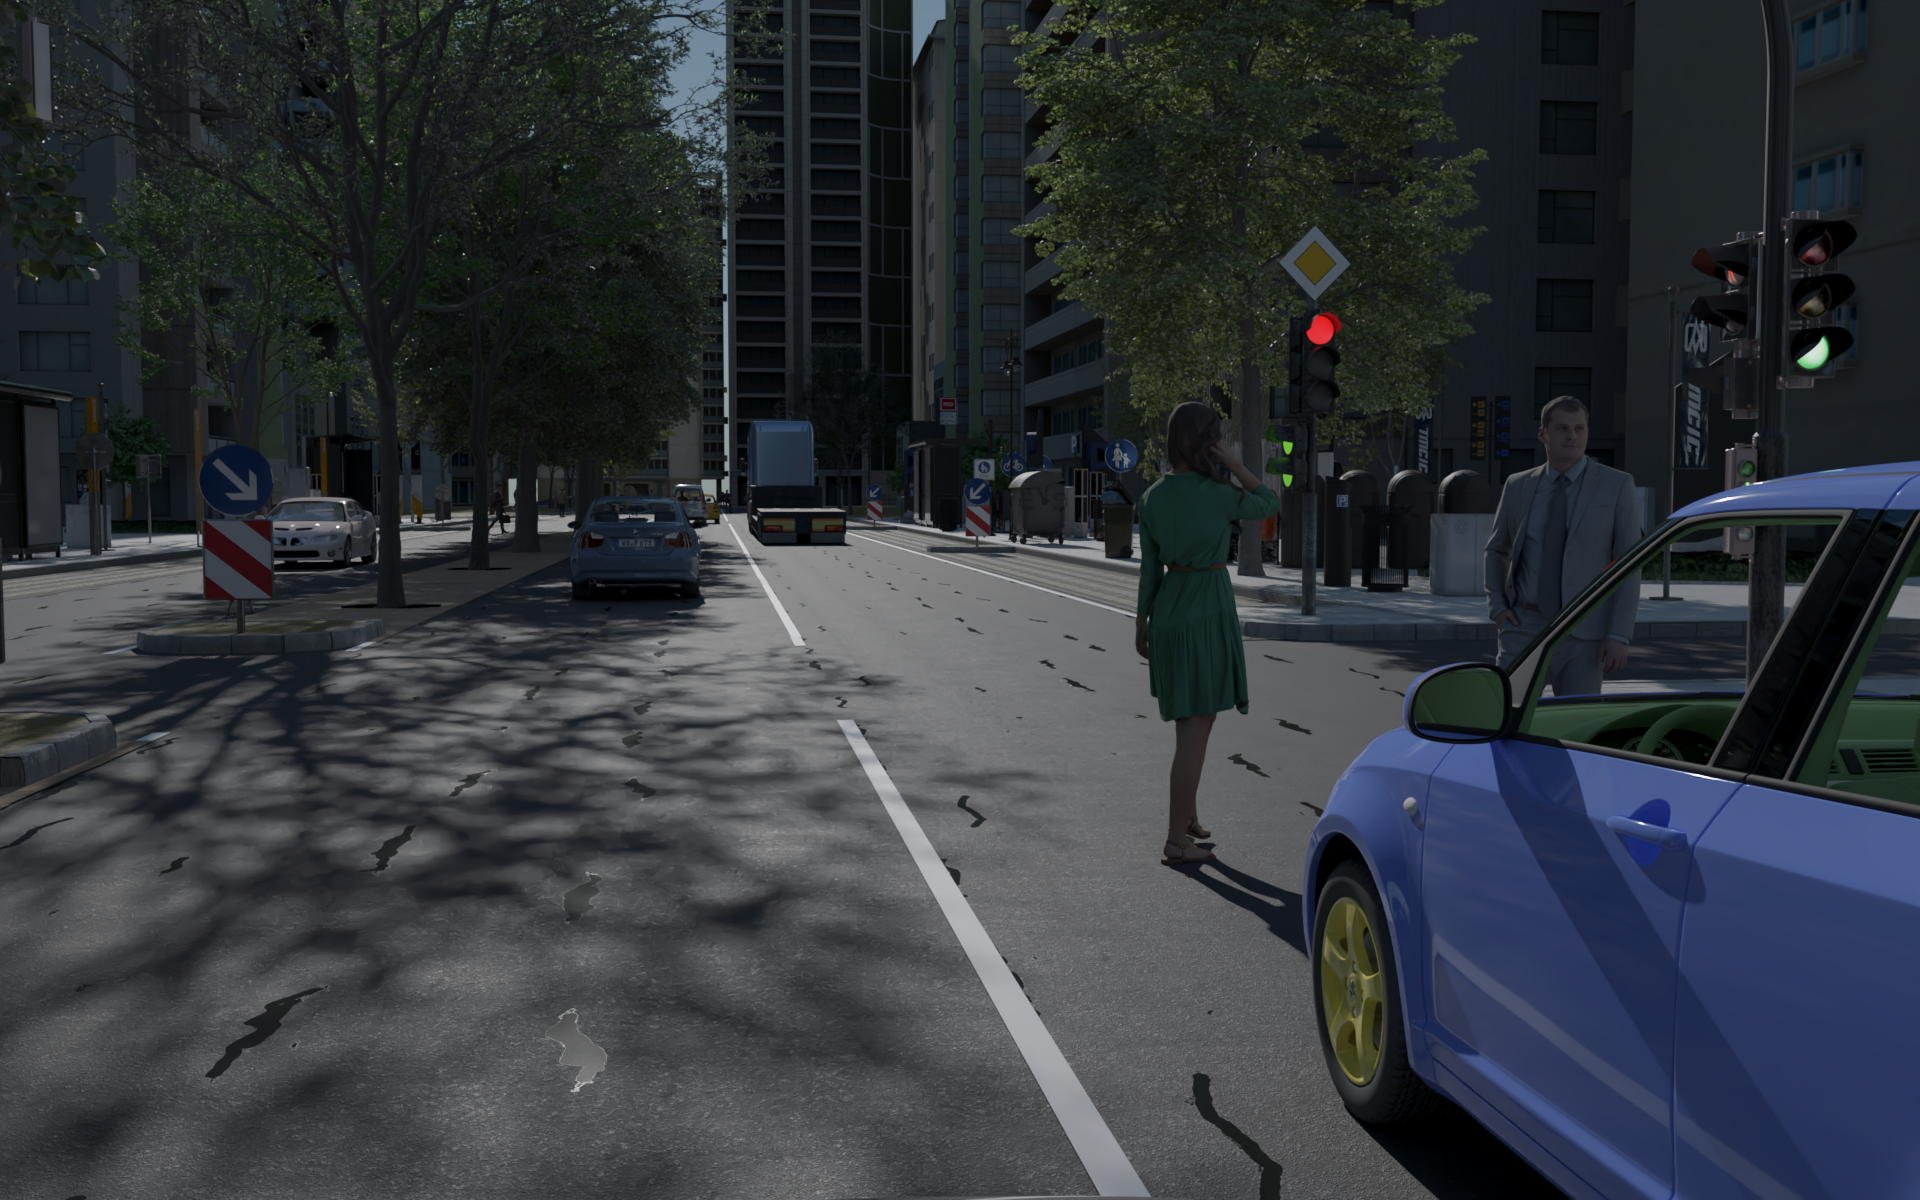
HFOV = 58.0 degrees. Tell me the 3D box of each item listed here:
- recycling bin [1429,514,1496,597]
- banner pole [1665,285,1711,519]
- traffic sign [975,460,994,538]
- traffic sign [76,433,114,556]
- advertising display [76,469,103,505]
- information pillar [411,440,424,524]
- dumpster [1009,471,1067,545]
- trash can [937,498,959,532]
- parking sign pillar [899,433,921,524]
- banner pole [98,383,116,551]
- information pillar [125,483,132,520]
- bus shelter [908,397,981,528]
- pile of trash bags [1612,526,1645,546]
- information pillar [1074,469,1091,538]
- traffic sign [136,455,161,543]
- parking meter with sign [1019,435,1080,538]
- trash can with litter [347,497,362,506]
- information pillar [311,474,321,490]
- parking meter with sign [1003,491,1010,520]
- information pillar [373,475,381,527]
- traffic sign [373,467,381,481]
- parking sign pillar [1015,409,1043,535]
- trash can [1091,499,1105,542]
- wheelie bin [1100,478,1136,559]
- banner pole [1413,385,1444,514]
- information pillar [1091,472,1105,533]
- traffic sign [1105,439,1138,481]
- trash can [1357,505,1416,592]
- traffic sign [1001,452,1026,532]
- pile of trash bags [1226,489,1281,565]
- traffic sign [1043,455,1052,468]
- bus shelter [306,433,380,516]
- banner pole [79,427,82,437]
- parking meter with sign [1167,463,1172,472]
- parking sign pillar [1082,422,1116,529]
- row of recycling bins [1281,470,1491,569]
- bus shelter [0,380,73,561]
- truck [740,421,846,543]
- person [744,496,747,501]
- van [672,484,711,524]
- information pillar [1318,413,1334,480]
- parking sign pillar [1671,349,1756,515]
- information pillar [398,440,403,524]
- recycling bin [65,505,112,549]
[{"bbox_3d":[6.410,-0.575,21.951,0.722,1.027,0.722,0,4,-2],"label":"recycling bin"},{"bbox_3d":[8.765,-1.893,20.966,0.863,3.779,0.401,-2,4,-25],"label":"banner pole"},{"bbox_3d":[0.706,-2.970,50.690,0.606,2.300,0.079,0,4,-5],"label":"traffic sign"},{"bbox_3d":[-17.916,-2.189,35.890,0.768,2.556,0.104,0,4,-4],"label":"traffic sign"},{"bbox_3d":[-22.785,-2.458,45.396,0.974,1.923,0.123,2,4,30],"label":"advertising display"},{"bbox_3d":[-23.528,-5.118,75.035,0.504,3.616,0.183,1,4,18],"label":"information pillar"},{"bbox_3d":[2.013,-2.378,44.638,1.264,1.857,1.865,0,4,-8],"label":"dumpster"},{"bbox_3d":[-0.401,-2.897,59.022,0.748,1.137,0.748,0,3,0],"label":"trash can"},{"bbox_3d":[-1.924,-5.315,75.380,1.447,3.967,1.447,-2,4,-33],"label":"parking sign pillar"},{"bbox_3d":[-19.424,-3.020,39.387,0.401,3.779,0.863,-1,4,-14],"label":"banner pole"},{"bbox_3d":[-30.262,-4.374,62.865,0.504,3.616,0.183,3,4,39],"label":"information pillar"},{"bbox_3d":[-0.842,-5.613,69.408,2.179,5.291,8.768,0,4,-8],"label":"bus shelter"},{"bbox_3d":[14.310,-1.680,37.224,3.447,1.369,1.912,1,4,12],"label":"pile of trash bags"},{"bbox_3d":[3.510,-2.802,50.307,0.304,2.012,0.304,3,4,36],"label":"information pillar"},{"bbox_3d":[-21.084,-2.624,45.030,0.606,2.300,0.079,0,4,-8],"label":"traffic sign"},{"bbox_3d":[2.611,-3.347,50.988,1.738,3.016,0.543,-1,4,-16],"label":"parking meter with sign"},{"bbox_3d":[-22.598,-3.286,65.115,1.055,1.170,0.624,-3,5,-43],"label":"trash can with litter"},{"bbox_3d":[-23.669,-3.631,63.853,0.304,2.012,0.304,2,4,33],"label":"information pillar"},{"bbox_3d":[2.223,-5.395,84.469,1.738,3.016,0.543,0,4,0],"label":"parking meter with sign"},{"bbox_3d":[-22.367,-3.805,66.706,0.304,2.012,0.304,-3,5,-39],"label":"information pillar"},{"bbox_3d":[-23.275,-4.281,69.993,0.884,2.594,0.081,0,4,-1],"label":"traffic sign"},{"bbox_3d":[2.363,-4.025,54.281,1.447,3.967,1.447,0,4,6],"label":"parking sign pillar"},{"bbox_3d":[3.933,-2.162,47.008,0.748,1.137,0.748,0,3,0],"label":"trash can"},{"bbox_3d":[3.164,-1.635,34.646,0.693,1.594,0.980,1,4,9],"label":"wheelie bin"},{"bbox_3d":[10.816,-3.049,39.863,0.863,3.779,0.401,2,4,34],"label":"banner pole"},{"bbox_3d":[4.536,-3.250,57.635,0.304,2.012,0.304,3,5,43],"label":"information pillar"},{"bbox_3d":[3.728,-2.451,40.183,0.768,2.556,0.104,0,4,-5],"label":"traffic sign"},{"bbox_3d":[5.595,-0.680,22.772,0.748,1.137,0.748,0,3,0],"label":"trash can"},{"bbox_3d":[1.623,-3.237,53.024,0.768,2.556,0.104,0,4,-4],"label":"traffic sign"},{"bbox_3d":[5.185,-1.393,32.526,1.912,1.369,3.447,-1,4,-13],"label":"pile of trash bags"},{"bbox_3d":[2.601,-3.431,56.207,0.768,2.556,0.104,0,4,-7],"label":"traffic sign"},{"bbox_3d":[-24.735,-4.795,69.685,1.731,3.624,6.357,0,4,-8],"label":"bus shelter"},{"bbox_3d":[-32.981,-4.596,65.157,0.401,3.779,0.863,-1,4,-21],"label":"banner pole"},{"bbox_3d":[5.355,-2.851,42.879,0.543,3.016,1.738,0,4,-5],"label":"parking meter with sign"},{"bbox_3d":[5.203,-4.674,64.887,1.447,3.967,1.447,-2,4,-33],"label":"parking sign pillar"},{"bbox_3d":[7.355,-1.398,29.965,3.534,1.692,1.069,1,4,8],"label":"row of recycling bins"},{"bbox_3d":[-18.401,-3.238,30.579,2.179,5.291,8.768,0,4,-8],"label":"bus shelter"},{"bbox_3d":[-5.749,-4.183,58.154,2.967,4.110,18.799,0,4,-8],"label":"truck"},{"bbox_3d":[-15.397,-7.253,127.802,1.217,1.743,0.721,-3,4,-37],"label":"person"},{"bbox_3d":[-12.515,-4.456,79.871,2.013,2.044,4.112,0,4,-8],"label":"van"},{"bbox_3d":[7.311,-2.645,34.599,0.183,3.616,0.504,-1,4,-17],"label":"information pillar"},{"bbox_3d":[12.832,-2.514,29.578,1.447,3.967,1.447,1,4,11],"label":"parking sign pillar"},{"bbox_3d":[-24.355,-5.135,75.306,0.183,3.616,0.504,0,4,-1],"label":"information pillar"},{"bbox_3d":[-20.710,-1.750,41.164,0.722,1.027,0.722,0,4,7],"label":"recycling bin"}]
